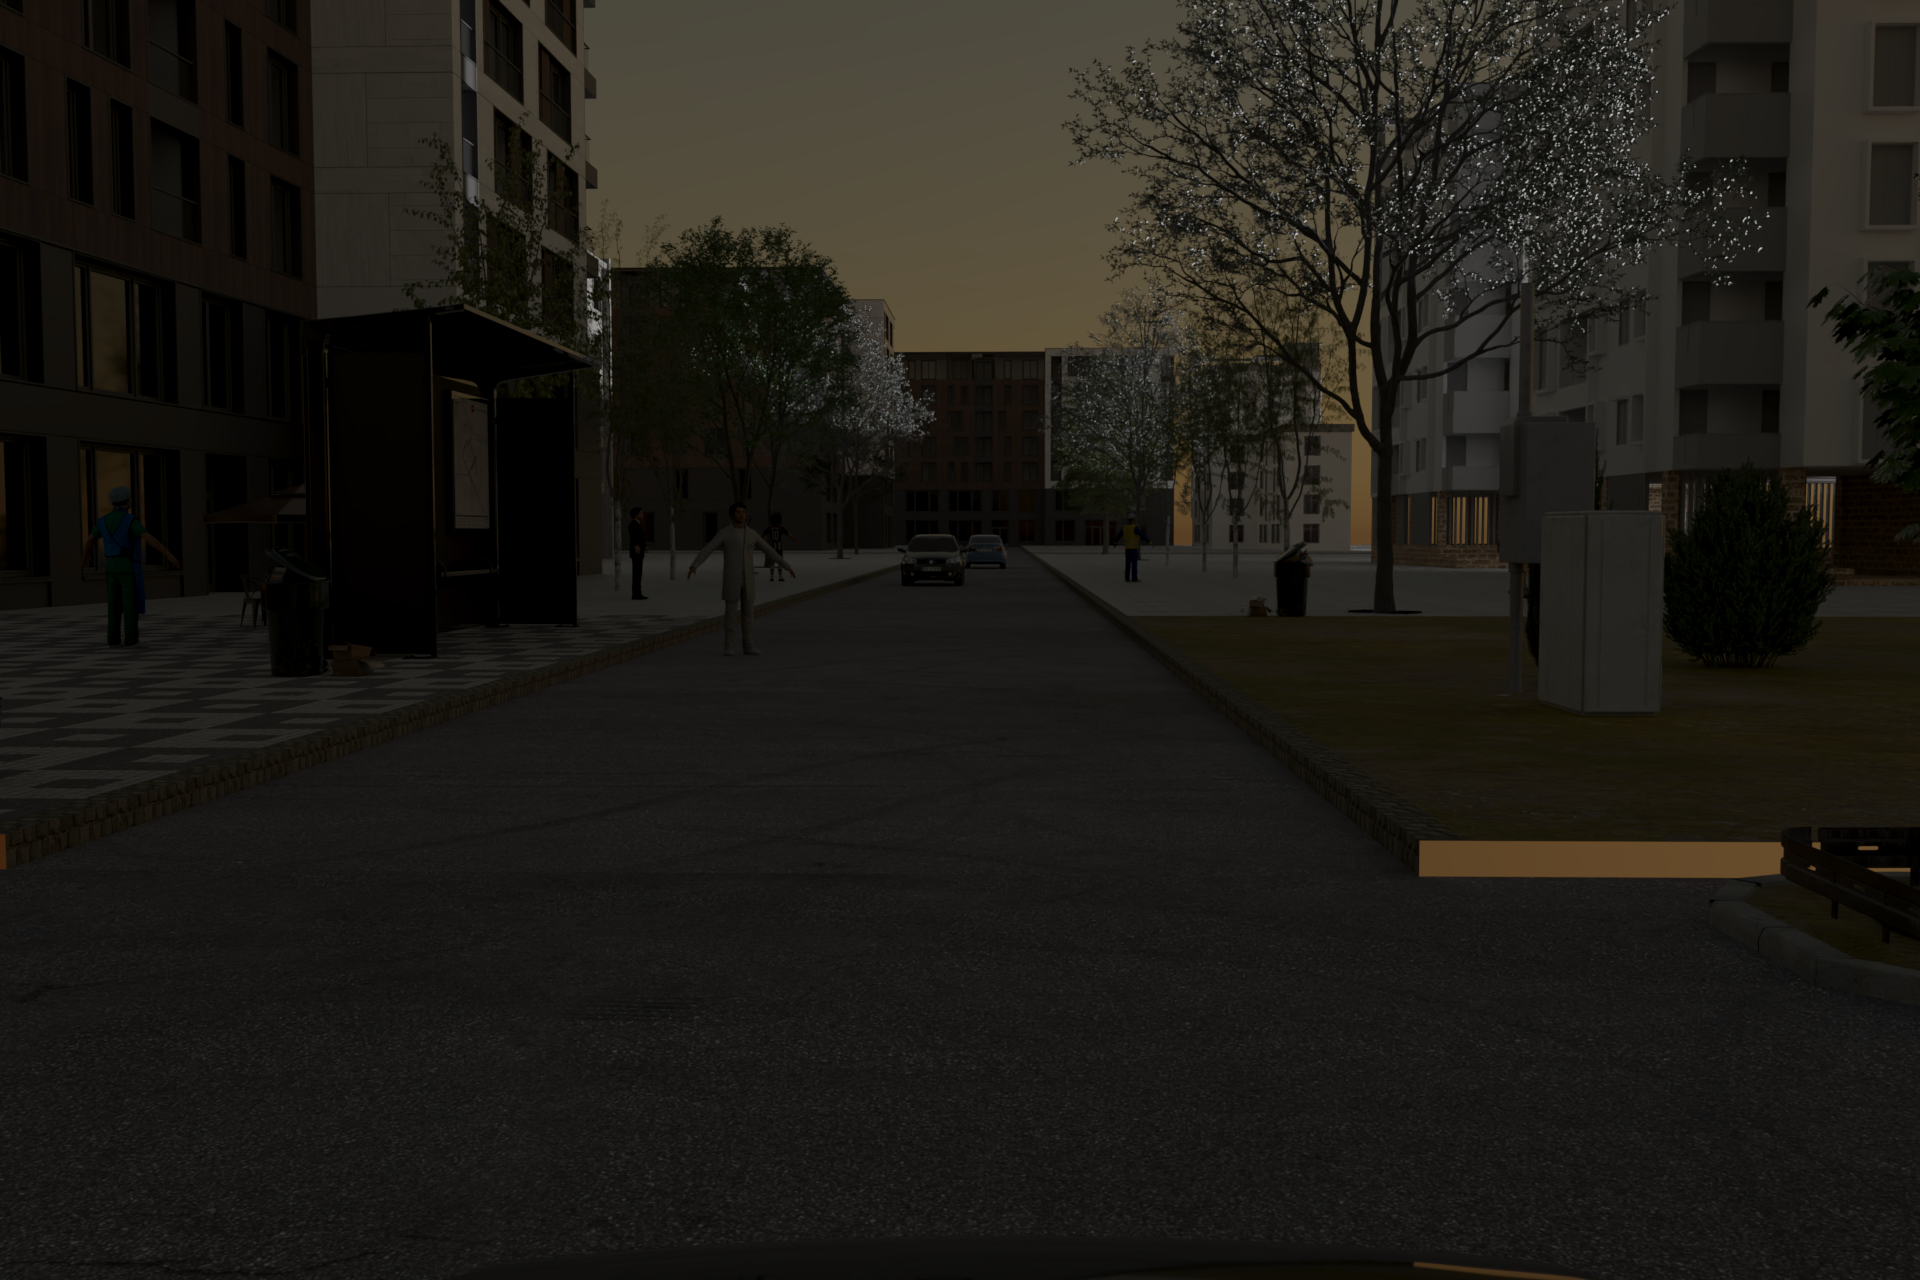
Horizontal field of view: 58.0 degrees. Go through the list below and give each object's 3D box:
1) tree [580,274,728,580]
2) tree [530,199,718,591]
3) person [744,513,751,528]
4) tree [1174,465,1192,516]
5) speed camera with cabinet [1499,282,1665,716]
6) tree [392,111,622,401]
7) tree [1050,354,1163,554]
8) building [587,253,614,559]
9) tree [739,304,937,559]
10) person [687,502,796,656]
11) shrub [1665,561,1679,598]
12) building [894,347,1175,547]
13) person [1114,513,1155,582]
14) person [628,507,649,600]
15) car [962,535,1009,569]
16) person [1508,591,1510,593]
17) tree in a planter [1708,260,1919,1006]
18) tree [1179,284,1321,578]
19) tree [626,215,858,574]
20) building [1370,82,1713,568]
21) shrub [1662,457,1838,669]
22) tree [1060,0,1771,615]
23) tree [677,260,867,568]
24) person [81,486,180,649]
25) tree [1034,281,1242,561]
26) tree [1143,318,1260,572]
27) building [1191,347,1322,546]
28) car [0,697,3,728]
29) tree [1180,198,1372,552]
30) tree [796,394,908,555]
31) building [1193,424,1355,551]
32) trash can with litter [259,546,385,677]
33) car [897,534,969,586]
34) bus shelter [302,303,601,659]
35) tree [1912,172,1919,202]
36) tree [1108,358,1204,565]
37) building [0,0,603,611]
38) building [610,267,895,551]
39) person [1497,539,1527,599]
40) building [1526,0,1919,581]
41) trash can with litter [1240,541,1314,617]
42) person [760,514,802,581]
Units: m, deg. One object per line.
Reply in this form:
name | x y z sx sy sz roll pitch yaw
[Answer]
tree | -7.889 -6.010 48.627 4.360 8.622 3.978 0 3 0
tree | -7.985 -5.423 39.025 4.360 8.622 3.978 0 3 0
person | -5.305 -2.267 43.201 0.705 1.813 1.348 0 4 -4
tree | 27.991 -16.119 197.965 7.601 10.594 8.767 0 4 1
speed camera with cabinet | 4.653 -1.145 13.053 0.660 3.252 2.038 0 4 0
tree | -8.220 -4.936 31.074 4.737 8.622 4.395 0 3 0
tree | 9.305 -11.697 109.375 7.486 12.596 7.792 0 3 0
building | -26.687 -12.733 74.637 16.747 18.905 31.486 0 4 1
tree | -6.113 -10.942 89.267 12.009 13.543 11.850 0 3 0
person | -2.606 -0.725 20.501 1.347 1.806 0.705 -2 4 -28
shrub | 11.416 -0.968 26.936 1.383 1.207 1.383 0 3 0
building | 7.675 -21.801 202.871 32.646 21.610 27.936 0 4 2
person | 4.586 -2.455 46.104 1.349 1.833 0.705 3 5 44
person | -6.291 -1.696 33.913 0.705 1.806 1.347 0 4 -3
car | 1.060 -3.722 72.863 2.014 1.417 4.499 0 4 1
person | 12.007 -1.929 37.301 0.705 1.858 1.354 2 4 34
tree in a planter | 3.727 -0.527 5.843 1.991 3.239 1.994 0 4 2
tree | 8.071 -6.152 50.952 4.360 8.622 3.978 0 3 0
tree | -7.057 -7.947 55.691 9.928 11.665 9.643 0 3 0
building | 23.580 -13.452 76.367 16.016 20.090 11.380 0 4 1
shrub | 7.521 -0.751 16.704 1.690 2.028 1.600 0 3 0
tree | 6.757 -7.170 27.592 12.009 13.543 11.850 0 3 0
tree | -7.098 -8.542 65.424 9.928 11.665 9.643 0 3 0
person | -9.379 -0.815 19.460 1.347 1.817 0.704 1 4 18
tree | 8.705 -10.617 83.954 12.009 13.543 11.850 0 3 0
tree | 8.366 -6.632 58.793 4.360 8.622 3.978 0 3 0
building | 29.634 -19.977 183.049 16.016 20.090 11.380 0 4 1
car | -5.795 0.331 7.169 1.945 1.354 3.894 0 4 2
tree | 7.250 -5.335 37.584 4.360 8.622 3.978 0 3 0
tree | -6.739 -10.582 107.421 7.601 10.594 8.767 -2 4 -32
building | 25.703 -12.470 146.024 9.099 9.664 28.070 0 4 1
trash can with litter | -5.789 -0.267 15.760 1.055 1.170 0.624 0 4 3
car | -0.740 -2.406 49.131 2.009 1.686 4.222 0 4 1
bus shelter | -5.846 -1.806 20.806 1.731 3.624 6.357 0 4 1
tree | 18.660 -5.521 24.673 8.767 10.594 7.601 1 4 11
tree | 8.717 -7.411 71.531 4.360 8.622 3.978 0 3 0
building | -26.061 -11.967 39.639 27.936 21.610 32.646 0 4 2
building | -20.598 -18.664 149.128 27.936 21.610 32.646 0 4 2
person | 11.191 -1.732 34.597 0.705 1.796 1.348 -2 4 -29
building | 23.662 -12.147 55.023 16.016 20.090 11.380 0 4 1
trash can with litter | 4.924 -0.949 26.909 1.055 1.170 0.624 0 4 1
person | -4.977 -2.498 46.987 1.345 1.843 0.704 0 4 6
